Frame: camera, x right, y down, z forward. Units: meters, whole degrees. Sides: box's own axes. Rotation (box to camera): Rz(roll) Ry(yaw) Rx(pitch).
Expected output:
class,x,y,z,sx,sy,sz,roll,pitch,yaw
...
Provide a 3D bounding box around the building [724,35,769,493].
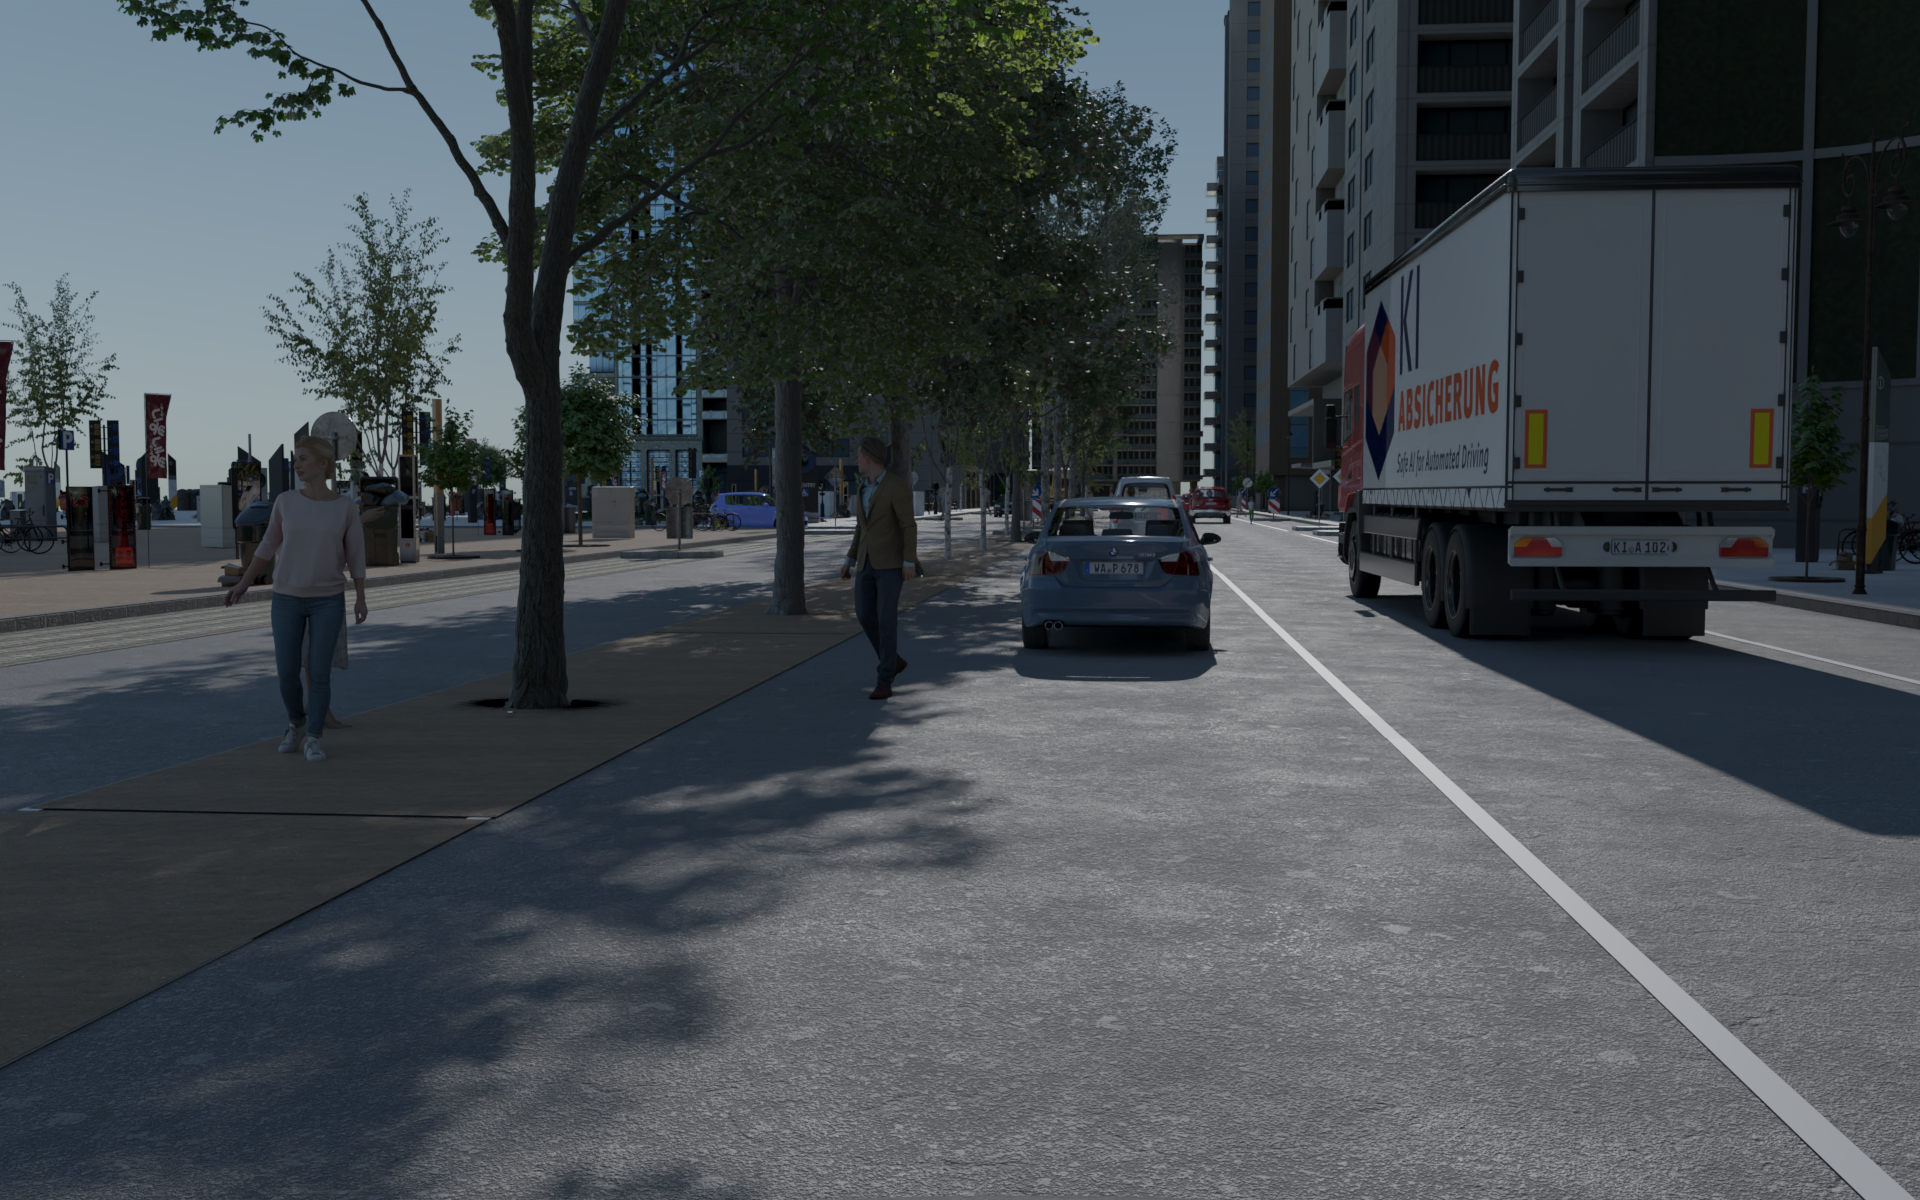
class,x,y,z,sx,sy,sz,roll,pitch,yaw
building,-8.666,-43.821,154.721,20.563,71.187,20.611,0,4,6

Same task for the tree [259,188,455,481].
class,x,y,z,sx,sy,sz,roll,pitch,yaw
tree,-14.103,-5.569,41.421,4.737,8.622,4.395,0,3,0

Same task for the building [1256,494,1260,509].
class,x,y,z,sx,sy,sz,roll,pitch,yaw
building,33.975,-28.949,156.912,14.154,41.232,14.086,0,4,6

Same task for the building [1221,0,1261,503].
class,x,y,z,sx,sy,sz,roll,pitch,yaw
building,41.109,-40.317,201.188,21.231,58.520,28.212,0,4,6

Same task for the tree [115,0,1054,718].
class,x,y,z,sx,sy,sz,roll,pitch,yaw
tree,-2.727,-5.072,11.139,9.928,11.665,9.643,0,3,0

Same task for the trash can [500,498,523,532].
class,x,y,z,sx,sy,sz,roll,pitch,yaw
trash can,-15.071,-2.848,58.214,0.748,1.137,0.748,0,3,0

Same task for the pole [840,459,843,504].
class,x,y,z,sx,sy,sz,roll,pitch,yaw
pole,-6.878,-6.517,100.397,0.158,3.312,0.155,0,3,0

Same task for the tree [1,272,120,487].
class,x,y,z,sx,sy,sz,roll,pitch,yaw
tree,-30.489,-6.587,58.067,4.737,8.622,4.395,0,3,0

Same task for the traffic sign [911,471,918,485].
class,x,y,z,sx,sy,sz,roll,pitch,yaw
traffic sign,-2.697,-5.885,96.329,0.768,2.556,0.104,1,4,12

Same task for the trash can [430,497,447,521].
class,x,y,z,sx,sy,sz,roll,pitch,yaw
trash can,-23.880,-4.143,79.392,0.748,1.137,0.748,0,3,0

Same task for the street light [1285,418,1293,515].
class,x,y,z,sx,sy,sz,roll,pitch,yaw
street light,19.875,-8.067,104.686,0.468,5.910,1.993,0,4,6

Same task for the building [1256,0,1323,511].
class,x,y,z,sx,sy,sz,roll,pitch,yaw
building,30.589,-29.604,134.134,14.600,45.320,14.200,0,4,6

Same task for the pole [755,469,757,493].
class,x,y,z,sx,sy,sz,roll,pitch,yaw
pole,-16.652,-9.024,141.393,0.158,3.312,0.155,0,3,0

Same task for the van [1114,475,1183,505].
class,x,y,z,sx,sy,sz,roll,pitch,yaw
van,4.534,-2.190,42.822,2.013,2.044,4.112,0,4,4

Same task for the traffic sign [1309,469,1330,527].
class,x,y,z,sx,sy,sz,roll,pitch,yaw
traffic sign,14.103,-3.935,67.972,0.795,2.450,0.064,0,4,6

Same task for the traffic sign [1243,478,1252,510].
class,x,y,z,sx,sy,sz,roll,pitch,yaw
traffic sign,22.710,-8.364,136.858,0.768,2.556,0.104,1,4,10

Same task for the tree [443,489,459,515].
class,x,y,z,sx,sy,sz,roll,pitch,yaw
tree,-27.048,-7.016,98.425,4.285,4.588,4.351,0,3,0

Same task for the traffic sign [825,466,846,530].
class,x,y,z,sx,sy,sz,roll,pitch,yaw
traffic sign,-4.446,-3.558,61.819,0.795,2.450,0.064,0,4,6

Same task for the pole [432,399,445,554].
class,x,y,z,sx,sy,sz,roll,pitch,yaw
pole,-11.199,-2.650,37.175,0.158,3.312,0.155,0,3,0

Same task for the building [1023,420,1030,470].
class,x,y,z,sx,sy,sz,roll,pitch,yaw
building,2.152,-35.858,236.393,14.200,45.320,14.600,0,4,6

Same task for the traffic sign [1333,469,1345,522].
class,x,y,z,sx,sy,sz,roll,pitch,yaw
traffic sign,13.308,-3.449,60.027,0.795,2.450,0.064,0,4,6

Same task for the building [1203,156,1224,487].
class,x,y,z,sx,sy,sz,roll,pitch,yaw
building,48.721,-37.727,236.445,30.456,49.044,23.786,0,4,6

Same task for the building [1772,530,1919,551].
class,x,y,z,sx,sy,sz,roll,pitch,yaw
building,24.594,-36.993,43.091,20.563,71.187,20.611,0,4,6

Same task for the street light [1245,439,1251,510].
class,x,y,z,sx,sy,sz,roll,pitch,yaw
street light,23.545,-10.341,141.866,0.468,5.910,1.993,0,4,6

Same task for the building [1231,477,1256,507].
class,x,y,z,sx,sy,sz,roll,pitch,yaw
building,44.194,-29.550,175.022,32.217,40.220,23.993,0,4,6

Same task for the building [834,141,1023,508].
class,x,y,z,sx,sy,sz,roll,pitch,yaw
building,-3.102,-47.149,209.142,20.611,71.187,20.563,0,4,6

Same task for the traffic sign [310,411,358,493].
class,x,y,z,sx,sy,sz,roll,pitch,yaw
traffic sign,-9.661,-1.628,26.723,0.768,2.556,0.104,0,4,8

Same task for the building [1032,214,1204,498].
class,x,y,z,sx,sy,sz,roll,pitch,yaw
building,22.005,-33.717,243.153,23.993,40.220,32.217,0,4,6

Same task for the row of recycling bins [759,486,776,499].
class,x,y,z,sx,sy,sz,roll,pitch,yaw
row of recycling bins,-8.729,-4.876,86.829,3.534,1.692,1.069,3,5,39

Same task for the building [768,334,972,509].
class,x,y,z,sx,sy,sz,roll,pitch,yaw
building,-7.017,-45.075,175.231,20.563,71.187,20.611,0,4,6

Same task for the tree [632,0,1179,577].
class,x,y,z,sx,sy,sz,roll,pitch,yaw
tree,-1.024,-6.749,29.810,9.611,12.733,9.660,0,3,0

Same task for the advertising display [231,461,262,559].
class,x,y,z,sx,sy,sz,roll,pitch,yaw
advertising display,-14.160,-1.786,34.409,0.123,1.923,0.974,0,4,5

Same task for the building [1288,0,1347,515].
class,x,y,z,sx,sy,sz,roll,pitch,yaw
building,34.711,-31.518,104.559,28.713,52.752,27.495,0,4,6

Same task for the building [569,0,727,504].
class,x,y,z,sx,sy,sz,roll,pitch,yaw
building,-41.418,-56.939,243.626,31.000,86.520,22.319,0,4,6

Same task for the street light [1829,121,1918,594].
class,x,y,z,sx,sy,sz,roll,pitch,yaw
street light,11.534,-3.012,22.027,0.468,5.910,1.993,0,4,6

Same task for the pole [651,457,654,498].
class,x,y,z,sx,sy,sz,roll,pitch,yaw
pole,-17.089,-6.266,96.288,0.158,3.312,0.155,0,3,0

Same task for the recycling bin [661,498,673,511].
class,x,y,z,sx,sy,sz,roll,pitch,yaw
recycling bin,-21.159,-6.869,124.858,0.722,1.027,0.722,1,4,9

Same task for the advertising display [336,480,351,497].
class,x,y,z,sx,sy,sz,roll,pitch,yaw
advertising display,-28.918,-4.662,81.431,0.974,1.923,0.123,-3,5,-43

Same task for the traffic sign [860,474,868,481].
class,x,y,z,sx,sy,sz,roll,pitch,yaw
traffic sign,-3.650,-4.044,69.764,0.795,2.450,0.064,0,4,6

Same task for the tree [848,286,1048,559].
class,x,y,z,sx,sy,sz,roll,pitch,yaw
tree,-0.256,-5.194,37.737,4.360,8.622,3.978,0,3,0

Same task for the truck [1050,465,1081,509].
class,x,y,z,sx,sy,sz,roll,pitch,yaw
truck,10.129,-10.890,166.968,2.839,4.237,11.283,0,4,7

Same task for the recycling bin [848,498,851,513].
class,x,y,z,sx,sy,sz,roll,pitch,yaw
recycling bin,-7.427,-6.459,118.152,0.722,1.027,0.722,1,4,13

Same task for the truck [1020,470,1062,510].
class,x,y,z,sx,sy,sz,roll,pitch,yaw
truck,6.605,-8.796,139.739,3.469,3.379,9.791,0,4,7

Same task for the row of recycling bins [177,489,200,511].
class,x,y,z,sx,sy,sz,roll,pitch,yaw
row of recycling bins,-59.588,-7.810,134.812,1.069,1.692,3.534,1,4,17

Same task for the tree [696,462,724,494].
class,x,y,z,sx,sy,sz,roll,pitch,yaw
tree,-15.069,-6.639,103.145,1.663,3.219,1.824,0,3,0

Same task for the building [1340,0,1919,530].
class,x,y,z,sx,sy,sz,roll,pitch,yaw
building,28.671,-38.992,75.772,20.611,71.187,20.563,0,4,6

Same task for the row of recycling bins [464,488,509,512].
class,x,y,z,sx,sy,sz,roll,pitch,yaw
row of recycling bins,-33.487,-7.069,122.698,3.534,1.692,1.069,1,4,10

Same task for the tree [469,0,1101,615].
class,x,y,z,sx,sy,sz,roll,pitch,yaw
tree,-2.096,-6.117,20.591,7.486,12.596,7.792,0,3,0

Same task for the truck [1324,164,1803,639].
class,x,y,z,sx,sy,sz,roll,pitch,yaw
truck,6.338,-1.928,20.436,2.839,4.237,11.283,0,4,4

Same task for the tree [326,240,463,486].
class,x,y,z,sx,sy,sz,roll,pitch,yaw
tree,-16.689,-6.144,50.813,4.360,8.622,3.978,0,3,0

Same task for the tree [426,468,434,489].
class,x,y,z,sx,sy,sz,roll,pitch,yaw
tree,-31.308,-7.518,106.627,4.285,4.588,4.351,0,3,0
